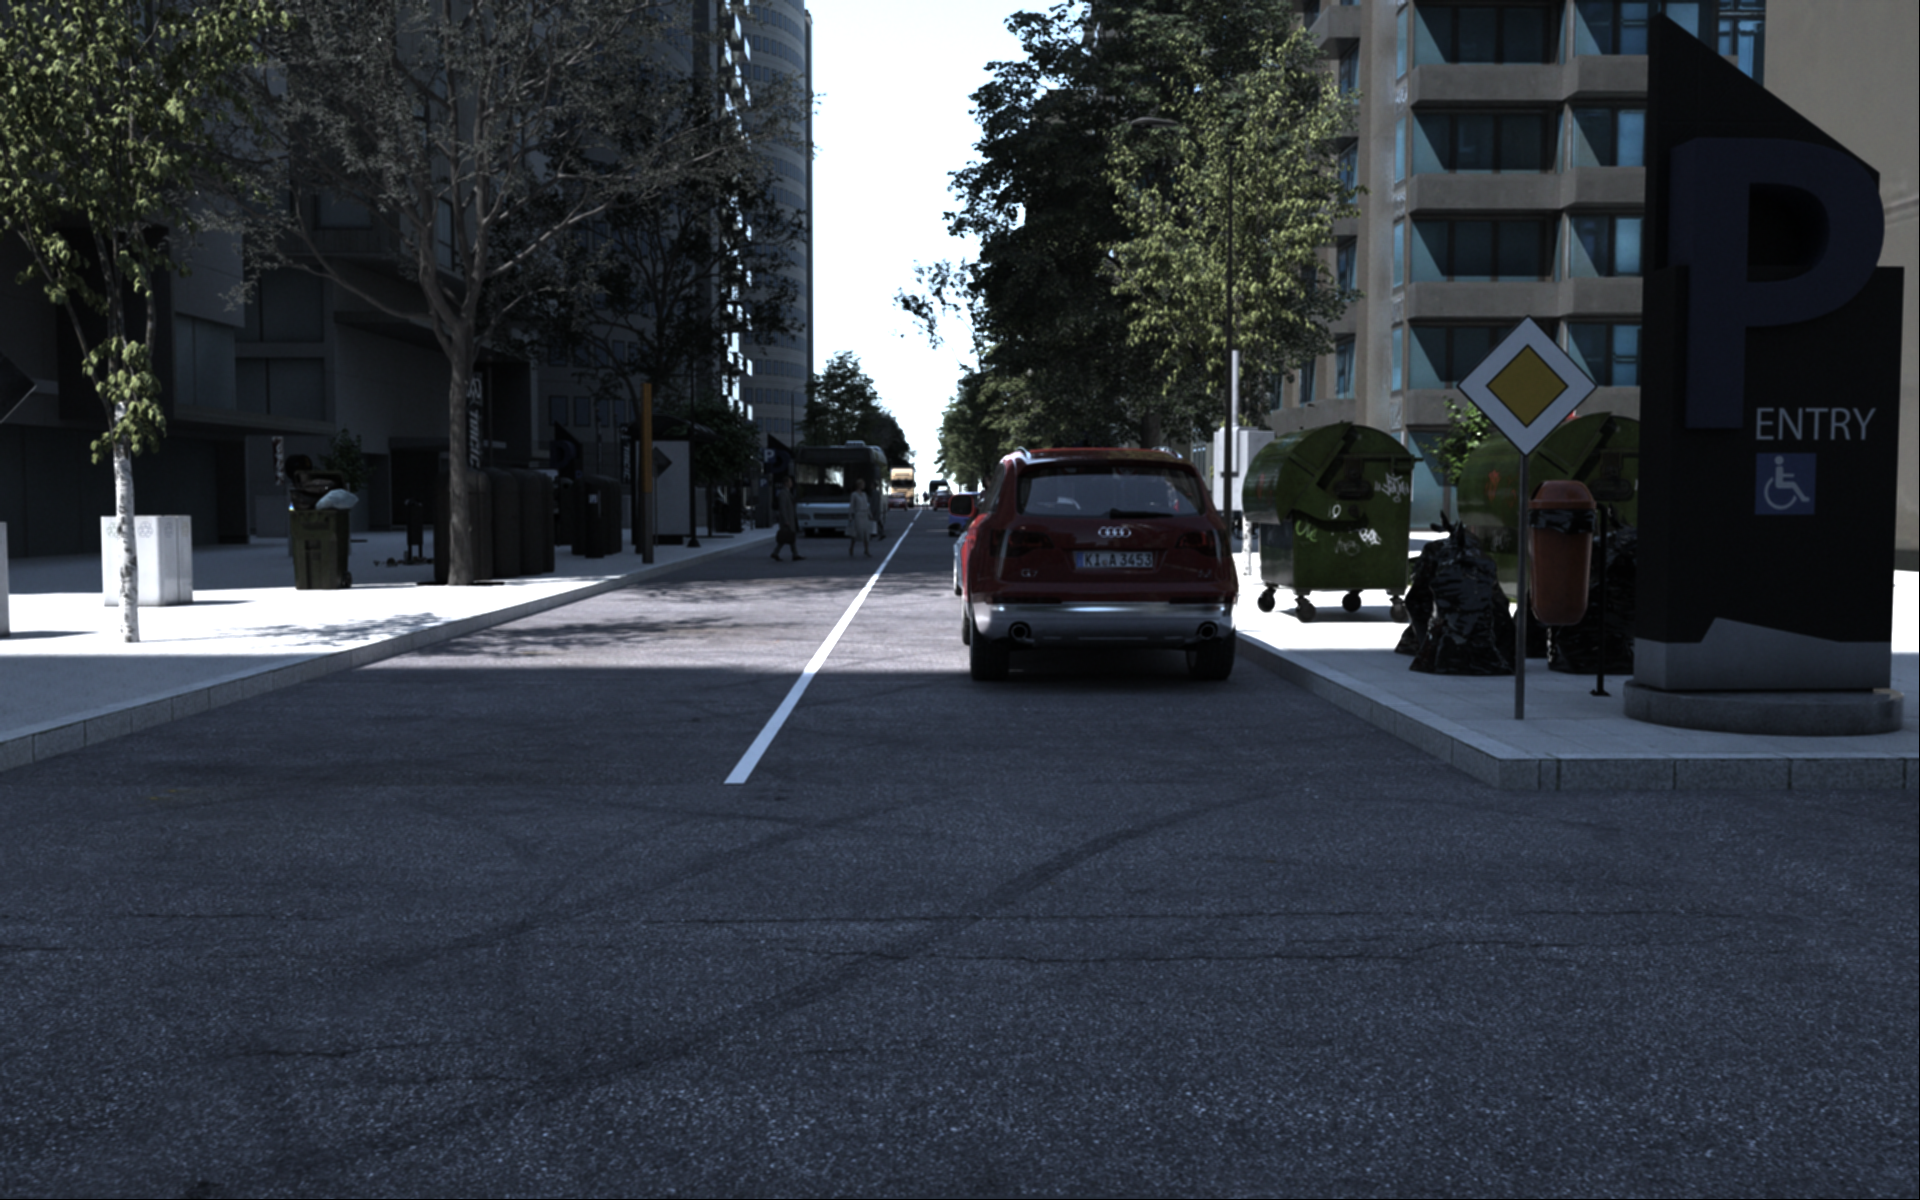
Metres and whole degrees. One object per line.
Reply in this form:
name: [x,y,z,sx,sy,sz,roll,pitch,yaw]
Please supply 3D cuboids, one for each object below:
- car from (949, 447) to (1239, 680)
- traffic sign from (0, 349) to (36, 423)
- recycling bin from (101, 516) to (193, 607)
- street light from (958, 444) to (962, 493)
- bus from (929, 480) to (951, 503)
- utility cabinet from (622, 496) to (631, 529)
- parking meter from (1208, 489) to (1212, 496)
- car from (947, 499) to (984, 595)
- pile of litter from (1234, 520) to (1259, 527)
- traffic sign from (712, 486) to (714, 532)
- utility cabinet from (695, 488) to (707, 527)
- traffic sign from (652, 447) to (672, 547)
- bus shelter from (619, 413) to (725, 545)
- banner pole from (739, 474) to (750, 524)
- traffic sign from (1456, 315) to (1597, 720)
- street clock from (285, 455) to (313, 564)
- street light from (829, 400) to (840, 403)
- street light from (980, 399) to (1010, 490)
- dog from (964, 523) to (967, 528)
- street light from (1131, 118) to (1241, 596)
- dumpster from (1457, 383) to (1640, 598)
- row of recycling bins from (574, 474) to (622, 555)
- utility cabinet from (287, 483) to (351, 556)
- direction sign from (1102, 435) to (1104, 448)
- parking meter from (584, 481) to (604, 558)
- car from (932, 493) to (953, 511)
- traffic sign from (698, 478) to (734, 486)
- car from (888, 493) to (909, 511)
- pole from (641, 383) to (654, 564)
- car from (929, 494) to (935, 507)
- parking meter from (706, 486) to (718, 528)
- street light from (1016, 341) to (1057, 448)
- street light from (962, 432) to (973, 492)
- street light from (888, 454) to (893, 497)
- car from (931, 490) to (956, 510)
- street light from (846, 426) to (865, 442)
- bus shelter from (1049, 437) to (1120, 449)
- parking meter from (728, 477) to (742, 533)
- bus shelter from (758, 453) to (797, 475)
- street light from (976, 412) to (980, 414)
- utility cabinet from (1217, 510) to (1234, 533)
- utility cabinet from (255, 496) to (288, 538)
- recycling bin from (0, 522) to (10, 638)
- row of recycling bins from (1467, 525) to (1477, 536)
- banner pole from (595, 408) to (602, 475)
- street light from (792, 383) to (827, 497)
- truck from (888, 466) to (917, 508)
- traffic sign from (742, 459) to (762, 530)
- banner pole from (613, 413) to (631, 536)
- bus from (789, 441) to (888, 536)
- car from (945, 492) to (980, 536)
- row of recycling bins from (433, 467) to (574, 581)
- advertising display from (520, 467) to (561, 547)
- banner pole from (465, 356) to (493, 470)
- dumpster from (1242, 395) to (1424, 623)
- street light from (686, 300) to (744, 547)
car: [1.053,-0.379,14.878,2.281,1.827,5.304,0,4,-1]
traffic sign: [-5.558,-0.370,9.691,0.795,2.450,0.064,0,4,-1]
recycling bin: [-9.366,-0.454,19.971,0.722,1.027,0.722,0,4,4]
street light: [0.589,-11.535,161.144,1.470,5.913,1.316,0,4,-1]
bus: [-2.705,-14.212,227.218,2.948,3.499,13.247,0,4,0]
utility cabinet: [-12.179,-3.260,64.469,0.306,1.237,1.020,2,4,24]
parking meter: [10.959,-4.177,76.707,0.372,1.533,0.369,0,3,0]
car: [0.855,-0.676,23.059,2.014,1.417,4.499,0,4,-3]
pile of litter: [11.050,-3.176,65.898,1.719,0.858,1.176,3,5,40]
traffic sign: [-8.348,-3.573,58.523,0.768,2.556,0.104,0,4,1]
utility cabinet: [-10.035,-3.605,67.616,0.318,1.500,1.173,3,5,40]
traffic sign: [-7.378,-2.499,42.052,0.795,2.450,0.064,0,4,1]
bus shelter: [-7.568,-3.191,46.095,2.014,3.302,5.546,0,4,-1]
banner pole: [-9.385,-5.197,74.995,0.863,3.779,0.401,2,4,24]
traffic sign: [3.185,-0.377,9.810,0.795,2.450,0.064,0,4,-1]
street clock: [-12.120,-1.665,31.789,0.358,2.002,0.471,1,4,22]
street light: [-6.648,-6.943,86.058,1.470,5.913,1.316,0,4,-1]
street light: [1.836,-6.815,83.960,1.470,5.913,1.316,0,4,-1]
dog: [0.160,-1.321,38.434,0.513,0.831,0.800,1,4,9]
street light: [2.807,-2.998,21.560,1.470,5.913,1.316,0,4,-1]
dumpster: [5.586,-0.819,15.878,1.502,2.255,1.985,0,4,-1]
row of recycling bins: [-7.930,-1.885,37.933,1.069,1.692,3.534,-1,4,-8]
utility cabinet: [-13.143,-1.641,35.515,1.173,1.500,0.318,0,4,-2]
direction sign: [4.084,-3.518,49.523,0.379,3.537,0.876,0,4,4]
parking meter: [-7.338,-1.610,34.734,0.372,1.533,0.369,0,3,0]
car: [-1.316,-8.362,145.751,2.155,1.783,4.494,0,4,-2]
traffic sign: [-8.390,-3.774,55.579,2.265,3.308,0.079,0,4,6]
car: [-5.423,-8.549,148.809,2.155,1.783,4.494,0,4,-2]
pole: [-5.774,-2.330,31.939,0.158,3.312,0.155,0,3,0]
car: [-2.585,-11.685,200.087,2.155,1.783,4.494,0,4,-3]
parking meter: [-9.252,-3.601,64.586,0.399,1.863,0.255,-2,4,-28]
street light: [2.383,-4.906,52.761,1.470,5.913,1.316,0,4,-1]
street light: [1.120,-9.596,129.437,1.470,5.913,1.316,0,4,-1]
street light: [-8.454,-13.991,201.293,1.470,5.913,1.316,0,4,-1]
car: [-1.431,-8.991,155.671,2.281,1.827,5.304,0,4,-1]
street light: [-7.191,-8.906,118.151,1.470,5.913,1.316,0,4,-1]
bus shelter: [4.136,-3.973,58.887,2.014,3.302,5.546,0,4,-1]
parking meter: [-7.379,-3.128,56.860,0.399,1.863,0.255,1,4,20]
bus shelter: [-8.095,-5.275,80.170,2.014,3.302,5.546,0,4,-1]
street light: [1.623,-7.688,98.237,1.470,5.913,1.316,0,4,-1]
utility cabinet: [8.637,-2.776,56.549,0.306,1.237,1.020,2,4,30]
utility cabinet: [-20.143,-2.428,50.860,1.020,1.237,0.306,1,4,13]
recycling bin: [-8.954,-0.167,15.292,0.722,1.027,0.722,1,4,11]
row of recycling bins: [11.145,-1.649,34.072,1.069,1.692,3.534,-1,4,-16]
banner pole: [-10.431,-3.674,50.081,0.401,3.779,0.863,-1,4,-22]
street light: [-6.482,-6.131,72.779,1.470,5.913,1.316,0,4,-1]
truck: [-5.852,-11.517,177.218,2.839,4.237,11.283,0,4,-1]
traffic sign: [-7.452,-3.780,61.902,0.768,2.556,0.104,1,4,8]
banner pole: [-10.434,-3.886,53.558,0.863,3.779,0.401,-3,5,-39]
bus: [-4.083,-4.088,61.692,2.948,3.499,13.247,0,4,0]
car: [0.450,-3.076,59.885,1.945,1.707,3.694,0,3,0]
row of recycling bins: [-7.202,-1.222,27.095,1.069,1.692,3.534,0,4,6]
advertising display: [-10.219,-2.258,42.127,0.974,1.923,0.123,-1,4,-16]
banner pole: [-8.654,-2.525,31.303,0.401,3.779,0.863,2,4,30]
dumpster: [3.832,-0.944,17.932,1.502,2.255,1.985,0,4,-1]
street light: [-5.880,-4.223,41.581,1.470,5.913,1.316,0,4,-1]
